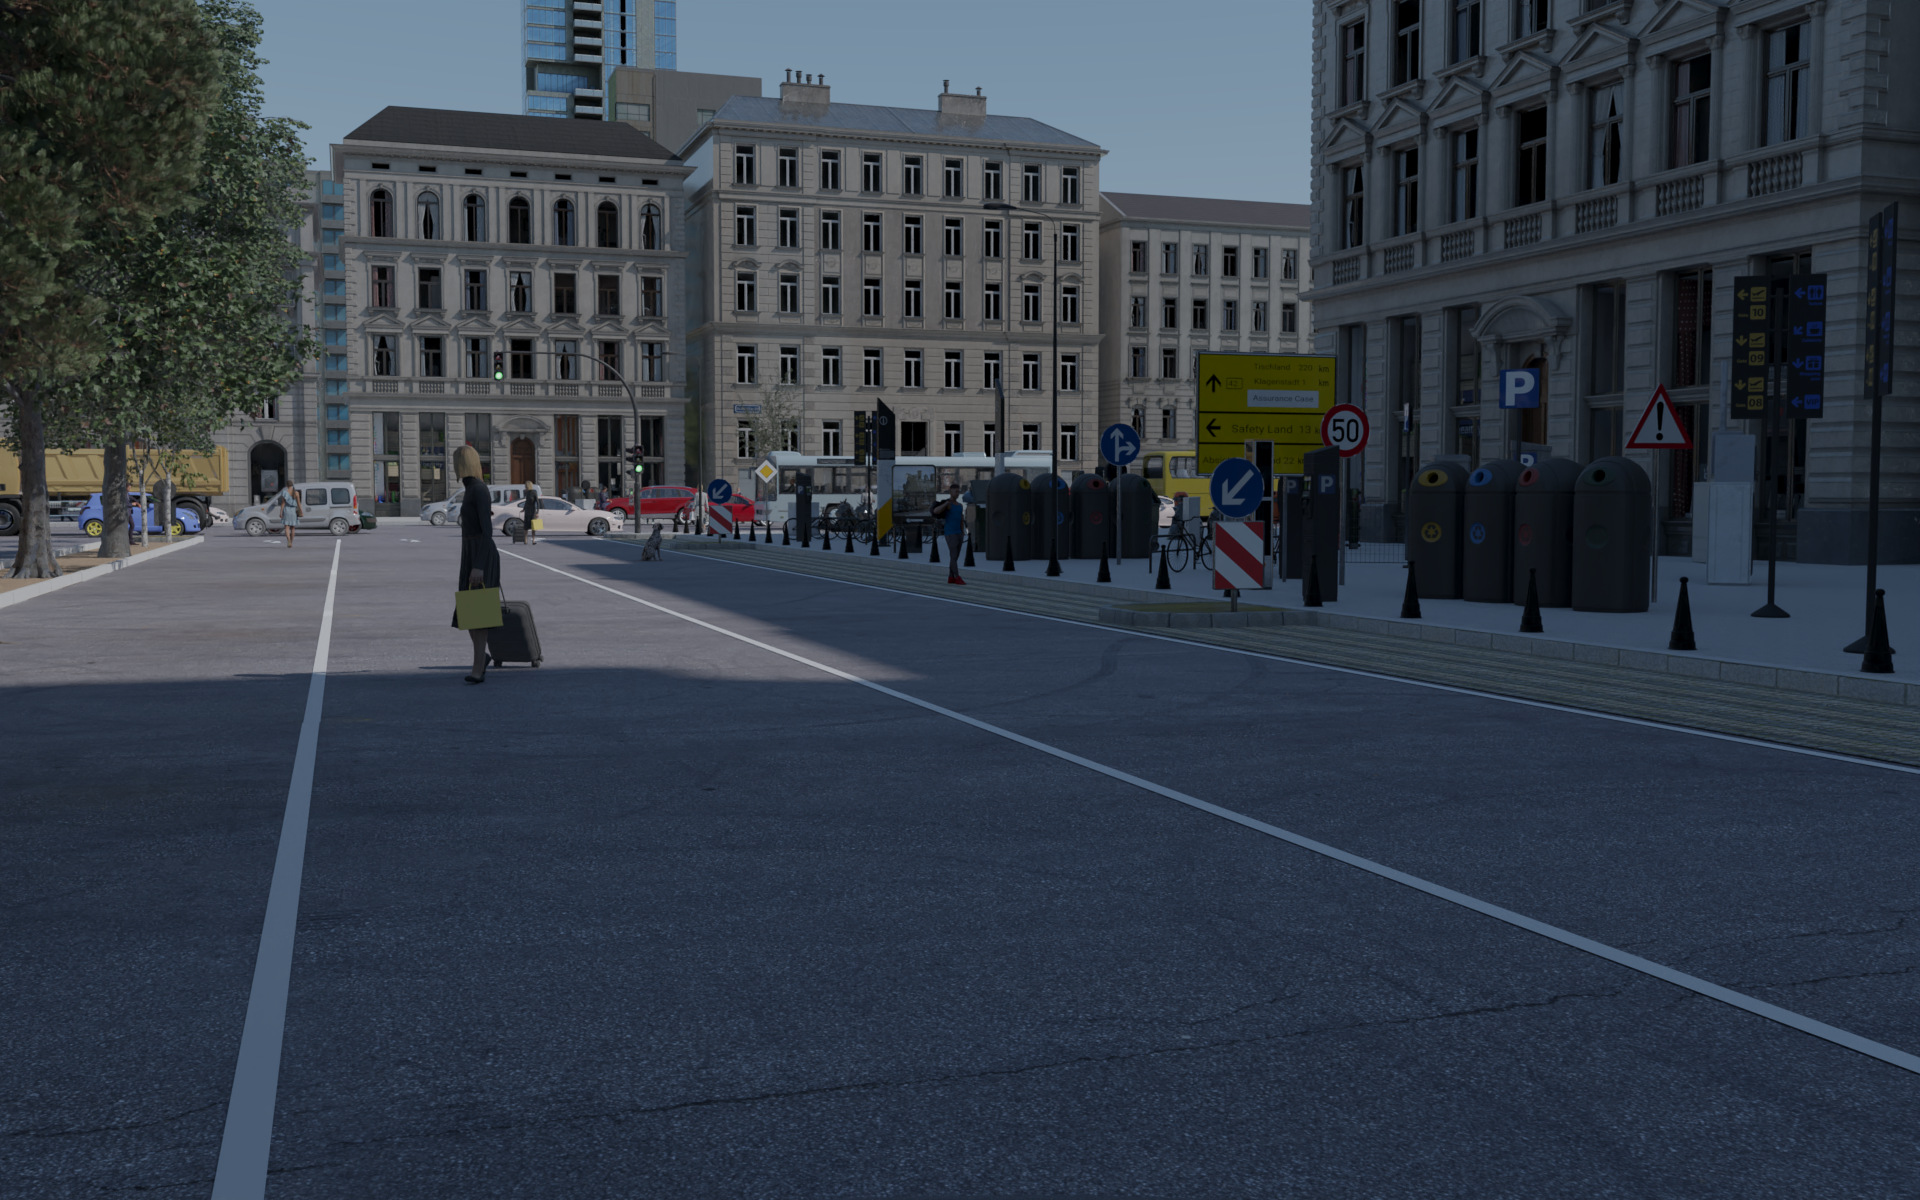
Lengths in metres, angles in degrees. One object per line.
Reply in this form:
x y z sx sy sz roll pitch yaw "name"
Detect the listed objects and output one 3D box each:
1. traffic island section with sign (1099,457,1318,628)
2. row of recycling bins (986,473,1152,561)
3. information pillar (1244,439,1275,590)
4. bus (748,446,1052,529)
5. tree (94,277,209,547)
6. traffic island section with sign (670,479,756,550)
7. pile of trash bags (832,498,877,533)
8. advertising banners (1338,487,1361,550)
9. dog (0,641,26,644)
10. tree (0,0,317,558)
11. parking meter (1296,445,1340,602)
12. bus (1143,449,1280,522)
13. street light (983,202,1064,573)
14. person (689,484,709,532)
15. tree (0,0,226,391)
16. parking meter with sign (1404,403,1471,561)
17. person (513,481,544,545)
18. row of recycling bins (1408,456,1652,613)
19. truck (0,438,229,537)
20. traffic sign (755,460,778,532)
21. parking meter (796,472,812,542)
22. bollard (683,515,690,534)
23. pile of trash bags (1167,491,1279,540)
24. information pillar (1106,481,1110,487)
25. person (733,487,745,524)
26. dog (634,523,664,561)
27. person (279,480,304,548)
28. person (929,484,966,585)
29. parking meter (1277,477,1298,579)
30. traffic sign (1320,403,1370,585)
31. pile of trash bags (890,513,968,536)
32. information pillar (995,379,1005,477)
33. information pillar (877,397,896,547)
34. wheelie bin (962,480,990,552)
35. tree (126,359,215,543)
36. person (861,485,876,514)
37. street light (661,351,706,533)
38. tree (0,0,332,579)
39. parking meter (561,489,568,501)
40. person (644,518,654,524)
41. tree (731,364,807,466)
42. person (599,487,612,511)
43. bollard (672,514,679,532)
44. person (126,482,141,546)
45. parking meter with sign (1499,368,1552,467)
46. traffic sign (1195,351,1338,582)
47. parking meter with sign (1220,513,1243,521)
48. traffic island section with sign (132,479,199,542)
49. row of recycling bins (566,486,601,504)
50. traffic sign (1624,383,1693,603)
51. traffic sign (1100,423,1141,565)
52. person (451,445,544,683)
2.642 -0.660 19.413 1.989 1.847 2.006 -1 4 -19 "traffic island section with sign"
2.137 -1.651 34.099 3.534 1.692 1.069 -2 4 -25 "row of recycling bins"
4.007 -1.146 23.236 0.304 2.012 0.304 -1 4 -15 "information pillar"
-2.677 -4.716 71.972 13.247 3.499 2.948 -1 4 -18 "bus"
-21.864 -5.713 46.229 4.737 8.622 4.395 0 3 0 "tree"
-6.532 -2.242 45.287 1.989 1.847 2.006 -1 4 -19 "traffic island section with sign"
-2.764 -2.941 57.841 1.912 1.369 3.447 -3 5 -41 "pile of trash bags"
8.731 -2.659 39.667 0.090 3.025 2.074 3 4 37 "advertising banners"
-9.302 0.026 16.408 0.800 0.831 0.513 -2 4 -25 "dog"
-19.016 -7.916 38.539 9.857 13.997 8.962 0 3 0 "tree"
4.292 -0.914 20.658 0.399 1.863 0.255 -1 4 -17 "parking meter"
15.429 -5.958 88.960 12.252 3.916 2.896 -1 4 -20 "bus"
1.024 -3.384 27.863 1.470 5.913 1.316 -1 4 -19 "street light"
-9.041 -3.137 60.143 0.694 1.780 0.624 -1 4 -14 "person"
-13.043 -6.791 20.914 7.806 13.903 7.818 0 3 0 "tree"
9.438 -2.263 33.258 1.738 3.016 0.543 0 4 6 "parking meter with sign"
-12.305 -2.483 49.310 0.699 1.804 1.509 -1 4 -22 "person"
6.590 -0.803 20.243 1.069 1.692 3.534 -2 4 -26 "row of recycling bins"
-30.775 -3.934 60.245 9.791 3.379 3.469 -1 4 -21 "truck"
-6.475 -3.473 57.971 0.795 2.450 0.064 -1 4 -11 "traffic sign"
-4.198 -2.501 46.604 0.399 1.863 0.255 3 4 36 "parking meter"
-8.869 -2.452 56.134 0.229 0.601 0.229 0 3 0 "bollard"
7.449 -2.372 48.527 3.447 1.369 1.912 2 4 33 "pile of trash bags"
8.587 -5.812 99.520 0.304 2.012 0.304 1 4 21 "information pillar"
-10.704 -4.564 83.521 0.661 1.777 0.834 3 5 42 "person"
-6.733 -1.245 37.196 0.800 0.831 0.513 -1 4 -17 "dog"
-17.826 -2.299 46.184 0.616 1.811 0.778 -2 4 -24 "person"
-0.123 -1.038 27.347 0.662 1.594 0.647 2 4 32 "person"
5.019 -1.254 26.218 0.399 1.863 0.255 2 4 25 "parking meter"
5.377 -1.481 24.313 0.768 2.556 0.104 -1 4 -15 "traffic sign"
-0.520 -2.714 54.122 3.447 1.369 1.912 -3 5 -45 "pile of trash bags"
0.802 -2.678 35.148 0.183 3.616 0.504 -1 4 -13 "information pillar"
-1.803 -3.103 42.089 0.504 3.616 0.183 -2 4 -31 "information pillar"
0.491 -1.859 38.309 0.980 1.594 0.693 -1 4 -21 "wheelie bin"
-23.258 -5.984 50.658 4.360 8.622 3.978 0 3 0 "tree"
-3.584 -3.646 68.317 0.606 1.804 0.583 -3 4 -36 "person"
-9.041 -5.141 56.599 1.470 5.913 1.316 -1 4 -19 "street light"
-15.814 -6.718 29.297 9.611 12.733 9.660 0 3 0 "tree"
-20.130 -4.882 88.235 0.372 1.533 0.369 0 3 0 "parking meter"
-14.757 -4.490 82.637 0.841 1.734 0.376 1 4 17 "person"
-10.503 -8.967 96.966 4.360 8.622 3.978 0 3 0 "tree"
-15.946 -4.216 77.875 0.568 1.767 0.683 -1 4 -18 "person"
-9.522 -2.564 57.959 0.229 0.601 0.229 0 3 0 "bollard"
-22.958 -2.387 47.969 0.568 1.767 0.683 -1 4 -9 "person"
8.233 -1.751 24.893 0.543 3.016 1.738 2 4 32 "parking meter with sign"
4.414 -1.903 24.993 2.265 3.308 0.079 -1 4 -18 "traffic sign"
5.168 -2.167 31.694 0.543 3.016 1.738 -1 4 -18 "parking meter with sign"
-23.947 -2.684 52.023 2.006 1.907 1.989 -1 4 -19 "traffic island section with sign"
-20.794 -5.405 95.489 1.069 1.692 3.534 1 4 13 "row of recycling bins"
8.207 -1.248 20.408 0.884 2.594 0.081 -1 4 -11 "traffic sign"
2.879 -1.909 31.313 0.768 2.556 0.104 -1 4 -13 "traffic sign"
-3.656 -0.300 13.616 0.699 1.804 1.509 1 4 11 "person"
